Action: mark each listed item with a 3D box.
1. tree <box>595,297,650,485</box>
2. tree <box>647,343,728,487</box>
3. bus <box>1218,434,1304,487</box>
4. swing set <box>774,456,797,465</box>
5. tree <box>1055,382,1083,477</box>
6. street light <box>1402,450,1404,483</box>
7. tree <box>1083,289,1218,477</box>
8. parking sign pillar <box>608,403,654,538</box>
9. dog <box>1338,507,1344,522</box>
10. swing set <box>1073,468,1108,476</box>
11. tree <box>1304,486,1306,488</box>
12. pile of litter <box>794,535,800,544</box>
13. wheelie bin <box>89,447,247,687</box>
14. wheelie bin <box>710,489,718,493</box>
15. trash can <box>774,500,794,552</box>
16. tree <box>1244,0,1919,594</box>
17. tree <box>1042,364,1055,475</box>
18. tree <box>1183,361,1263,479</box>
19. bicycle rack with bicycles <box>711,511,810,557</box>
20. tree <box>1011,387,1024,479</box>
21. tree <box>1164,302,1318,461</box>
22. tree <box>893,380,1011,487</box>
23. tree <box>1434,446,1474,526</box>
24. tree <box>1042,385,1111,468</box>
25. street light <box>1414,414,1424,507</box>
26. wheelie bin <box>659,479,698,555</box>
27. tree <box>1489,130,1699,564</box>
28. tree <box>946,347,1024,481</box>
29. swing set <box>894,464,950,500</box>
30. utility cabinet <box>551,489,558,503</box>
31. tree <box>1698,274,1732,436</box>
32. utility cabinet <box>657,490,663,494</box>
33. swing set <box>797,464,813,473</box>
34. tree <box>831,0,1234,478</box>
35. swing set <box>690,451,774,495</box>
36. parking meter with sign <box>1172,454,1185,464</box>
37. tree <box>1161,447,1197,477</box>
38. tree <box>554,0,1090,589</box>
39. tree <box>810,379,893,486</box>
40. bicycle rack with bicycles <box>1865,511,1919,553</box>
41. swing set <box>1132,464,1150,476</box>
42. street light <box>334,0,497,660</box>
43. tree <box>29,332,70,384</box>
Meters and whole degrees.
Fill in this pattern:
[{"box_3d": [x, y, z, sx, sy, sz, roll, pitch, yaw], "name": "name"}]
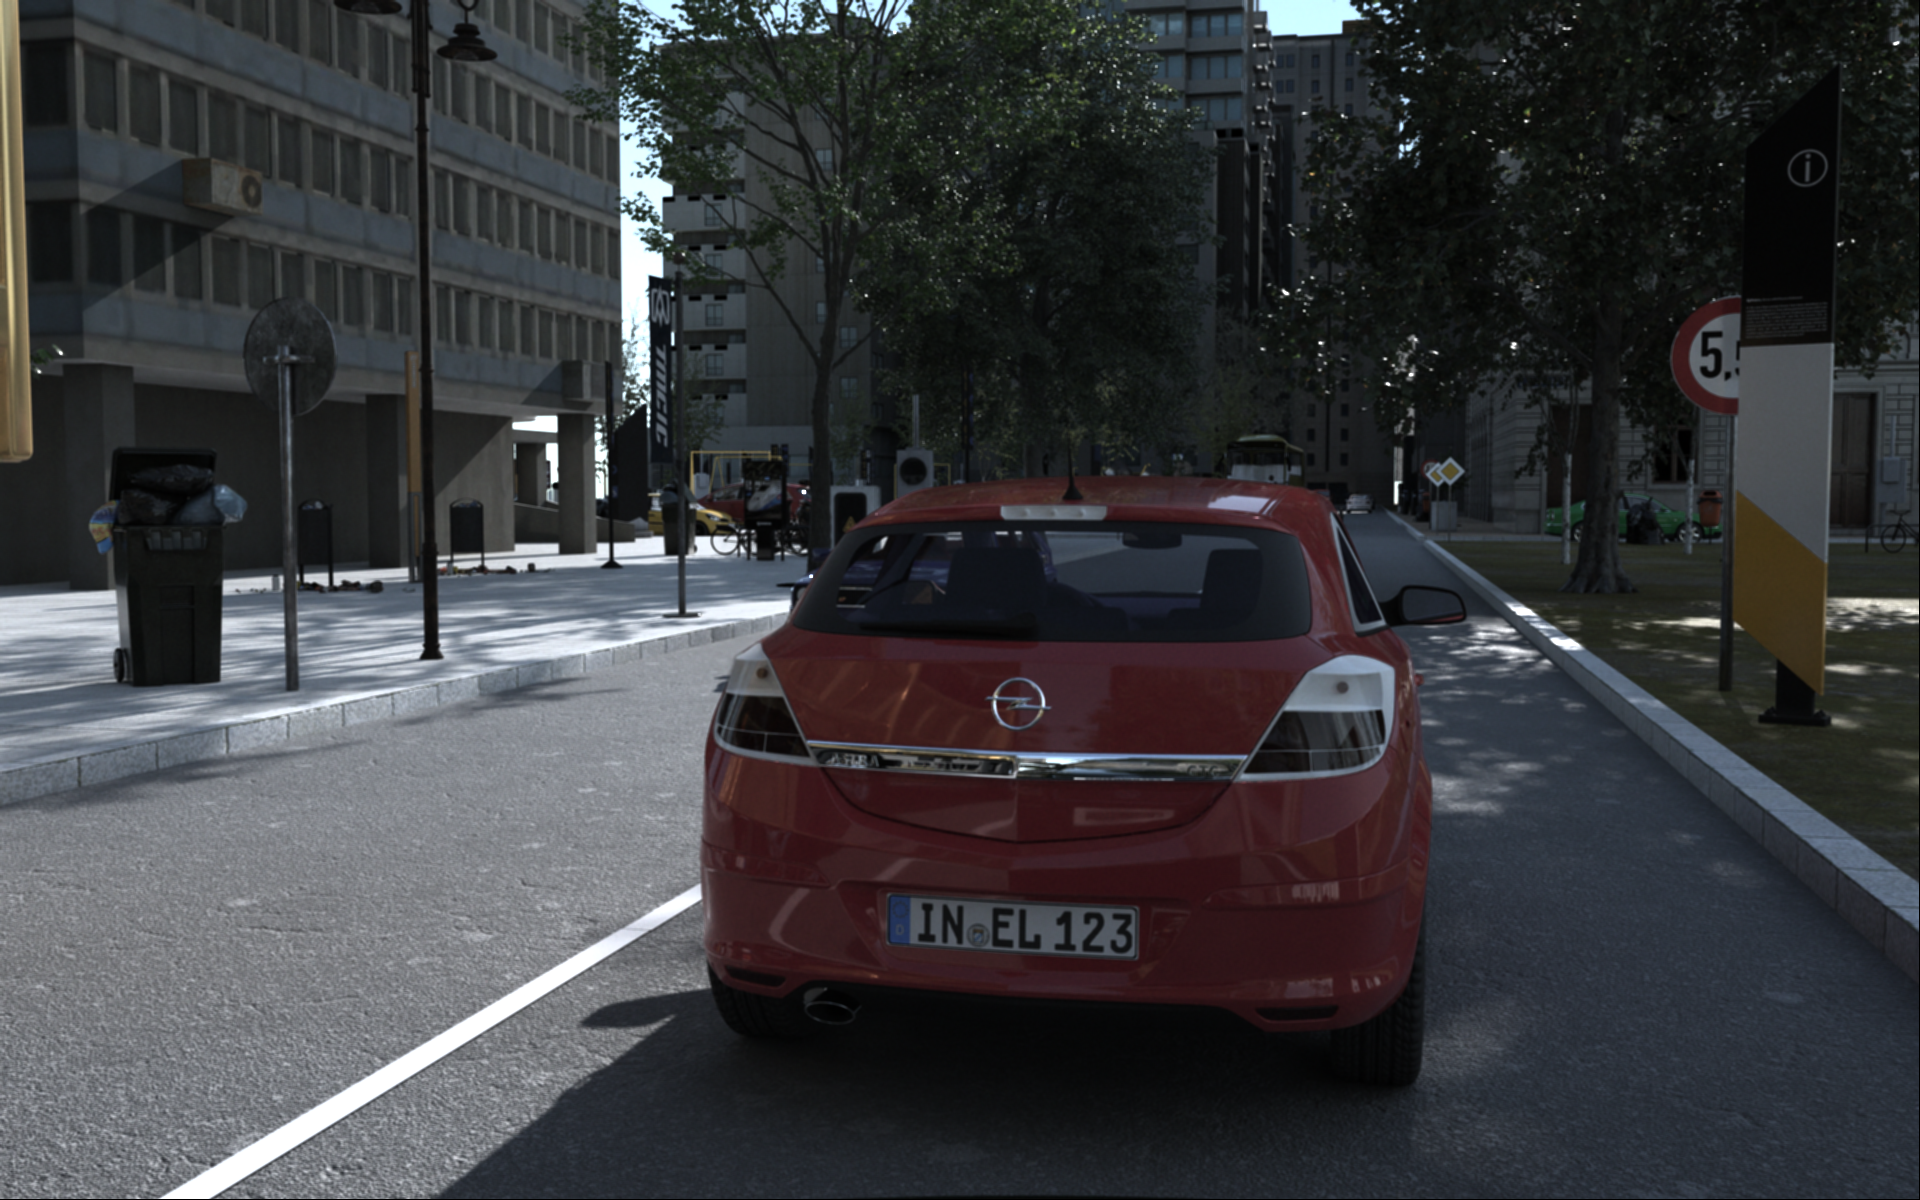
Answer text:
[{"box_3d": [-12.820, -6.966, 64.256, 4.360, 8.622, 3.978, 0, 3, 0], "name": "tree"}, {"box_3d": [-13.667, -8.257, 85.363, 4.737, 8.622, 4.395, 0, 3, 0], "name": "tree"}, {"box_3d": [13.234, -5.094, 74.835, 2.896, 3.916, 12.252, 1, 4, 15], "name": "bus"}, {"box_3d": [-8.858, -4.527, 71.644, 3.119, 2.851, 2.862, 1, 4, 16], "name": "swing set"}, {"box_3d": [7.245, -7.980, 80.836, 4.360, 8.622, 3.978, 0, 3, 0], "name": "tree"}, {"box_3d": [32.185, -9.364, 125.887, 0.468, 5.910, 1.993, 1, 4, 13], "name": "street light"}, {"box_3d": [6.916, -6.813, 61.760, 4.360, 8.622, 3.978, 0, 3, 0], "name": "tree"}, {"box_3d": [-9.775, -3.823, 50.986, 1.447, 3.967, 1.447, 2, 4, 31], "name": "parking sign pillar"}, {"box_3d": [17.969, -3.949, 81.409, 0.513, 0.831, 0.800, 3, 5, 42], "name": "dog"}, {"box_3d": [8.227, -6.400, 102.265, 3.119, 2.851, 2.862, 0, 4, 5], "name": "swing set"}, {"box_3d": [40.075, -12.882, 205.226, 1.663, 3.219, 1.824, 0, 3, 0], "name": "tree"}, {"box_3d": [-3.911, -1.893, 44.916, 1.176, 0.858, 1.719, 1, 4, 16], "name": "pile of litter"}, {"box_3d": [-5.355, -0.238, 11.792, 0.980, 1.594, 0.693, -2, 4, -34], "name": "wheelie bin"}, {"box_3d": [-14.260, -5.683, 100.818, 0.980, 1.594, 0.693, 0, 4, 8], "name": "wheelie bin"}, {"box_3d": [-4.085, -1.654, 38.699, 0.748, 1.137, 0.748, 0, 3, 0], "name": "trash can"}, {"box_3d": [8.524, -6.445, 22.382, 9.611, 12.733, 9.660, 0, 3, 0], "name": "tree"}, {"box_3d": [5.549, -8.629, 91.454, 4.360, 8.622, 3.978, 0, 3, 0], "name": "tree"}, {"box_3d": [14.523, -8.854, 95.128, 4.737, 8.622, 4.395, 0, 3, 0], "name": "tree"}, {"box_3d": [-3.776, -1.399, 36.260, 2.925, 0.926, 2.852, 0, 4, 2], "name": "bicycle rack with bicycles"}, {"box_3d": [3.188, -9.777, 110.208, 4.737, 8.622, 4.395, 0, 3, 0], "name": "tree"}, {"box_3d": [17.510, -12.264, 110.890, 12.009, 13.543, 11.850, 0, 3, 0], "name": "tree"}, {"box_3d": [-0.477, -9.102, 99.175, 4.737, 8.622, 4.395, 0, 3, 0], "name": "tree"}, {"box_3d": [19.671, -4.563, 69.201, 1.663, 3.219, 1.824, 0, 3, 0], "name": "tree"}, {"box_3d": [7.662, -9.544, 106.404, 4.737, 8.622, 4.395, 0, 3, 0], "name": "tree"}, {"box_3d": [23.470, -7.091, 88.725, 0.468, 5.910, 1.993, 1, 4, 13], "name": "street light"}, {"box_3d": [-5.956, -1.755, 36.604, 0.693, 1.594, 0.980, 1, 4, 10], "name": "wheelie bin"}, {"box_3d": [10.889, -4.970, 31.625, 4.360, 8.622, 3.978, 0, 3, 0], "name": "tree"}, {"box_3d": [1.120, -7.934, 80.079, 4.360, 8.622, 3.978, 0, 3, 0], "name": "tree"}, {"box_3d": [-2.083, -5.668, 90.294, 3.119, 2.851, 2.862, 0, 4, -1], "name": "swing set"}, {"box_3d": [-17.731, -4.125, 76.124, 0.318, 1.500, 1.173, -1, 4, -18], "name": "utility cabinet"}, {"box_3d": [15.440, -5.300, 37.015, 4.360, 8.622, 3.978, 0, 3, 0], "name": "tree"}, {"box_3d": [-15.888, -5.240, 94.351, 1.173, 1.500, 0.318, -2, 4, -27], "name": "utility cabinet"}, {"box_3d": [-8.611, -5.681, 90.507, 3.119, 2.851, 2.862, 0, 4, -6], "name": "swing set"}, {"box_3d": [1.659, -8.203, 40.780, 9.857, 13.997, 8.962, 0, 3, 0], "name": "tree"}, {"box_3d": [-8.490, -4.015, 63.269, 3.119, 2.851, 2.862, 0, 4, -5], "name": "swing set"}, {"box_3d": [9.792, -4.839, 75.377, 0.543, 3.016, 1.738, 2, 4, 28], "name": "parking meter with sign"}, {"box_3d": [8.978, -4.686, 71.225, 1.663, 3.219, 1.824, 0, 3, 0], "name": "tree"}, {"box_3d": [-1.797, -5.978, 23.497, 9.928, 11.665, 9.643, 0, 3, 0], "name": "tree"}, {"box_3d": [-7.173, -9.801, 110.600, 4.737, 8.622, 4.395, 0, 3, 0], "name": "tree"}, {"box_3d": [21.149, -1.460, 37.257, 2.925, 0.926, 2.852, -1, 4, -20], "name": "bicycle rack with bicycles"}, {"box_3d": [9.794, -5.665, 90.236, 2.862, 2.851, 3.119, 0, 4, 7], "name": "swing set"}, {"box_3d": [-4.116, -2.479, 13.318, 0.468, 5.910, 1.993, 1, 4, 13], "name": "street light"}, {"box_3d": [-6.406, -0.944, 10.032, 1.663, 3.219, 1.824, 0, 3, 0], "name": "tree"}]
